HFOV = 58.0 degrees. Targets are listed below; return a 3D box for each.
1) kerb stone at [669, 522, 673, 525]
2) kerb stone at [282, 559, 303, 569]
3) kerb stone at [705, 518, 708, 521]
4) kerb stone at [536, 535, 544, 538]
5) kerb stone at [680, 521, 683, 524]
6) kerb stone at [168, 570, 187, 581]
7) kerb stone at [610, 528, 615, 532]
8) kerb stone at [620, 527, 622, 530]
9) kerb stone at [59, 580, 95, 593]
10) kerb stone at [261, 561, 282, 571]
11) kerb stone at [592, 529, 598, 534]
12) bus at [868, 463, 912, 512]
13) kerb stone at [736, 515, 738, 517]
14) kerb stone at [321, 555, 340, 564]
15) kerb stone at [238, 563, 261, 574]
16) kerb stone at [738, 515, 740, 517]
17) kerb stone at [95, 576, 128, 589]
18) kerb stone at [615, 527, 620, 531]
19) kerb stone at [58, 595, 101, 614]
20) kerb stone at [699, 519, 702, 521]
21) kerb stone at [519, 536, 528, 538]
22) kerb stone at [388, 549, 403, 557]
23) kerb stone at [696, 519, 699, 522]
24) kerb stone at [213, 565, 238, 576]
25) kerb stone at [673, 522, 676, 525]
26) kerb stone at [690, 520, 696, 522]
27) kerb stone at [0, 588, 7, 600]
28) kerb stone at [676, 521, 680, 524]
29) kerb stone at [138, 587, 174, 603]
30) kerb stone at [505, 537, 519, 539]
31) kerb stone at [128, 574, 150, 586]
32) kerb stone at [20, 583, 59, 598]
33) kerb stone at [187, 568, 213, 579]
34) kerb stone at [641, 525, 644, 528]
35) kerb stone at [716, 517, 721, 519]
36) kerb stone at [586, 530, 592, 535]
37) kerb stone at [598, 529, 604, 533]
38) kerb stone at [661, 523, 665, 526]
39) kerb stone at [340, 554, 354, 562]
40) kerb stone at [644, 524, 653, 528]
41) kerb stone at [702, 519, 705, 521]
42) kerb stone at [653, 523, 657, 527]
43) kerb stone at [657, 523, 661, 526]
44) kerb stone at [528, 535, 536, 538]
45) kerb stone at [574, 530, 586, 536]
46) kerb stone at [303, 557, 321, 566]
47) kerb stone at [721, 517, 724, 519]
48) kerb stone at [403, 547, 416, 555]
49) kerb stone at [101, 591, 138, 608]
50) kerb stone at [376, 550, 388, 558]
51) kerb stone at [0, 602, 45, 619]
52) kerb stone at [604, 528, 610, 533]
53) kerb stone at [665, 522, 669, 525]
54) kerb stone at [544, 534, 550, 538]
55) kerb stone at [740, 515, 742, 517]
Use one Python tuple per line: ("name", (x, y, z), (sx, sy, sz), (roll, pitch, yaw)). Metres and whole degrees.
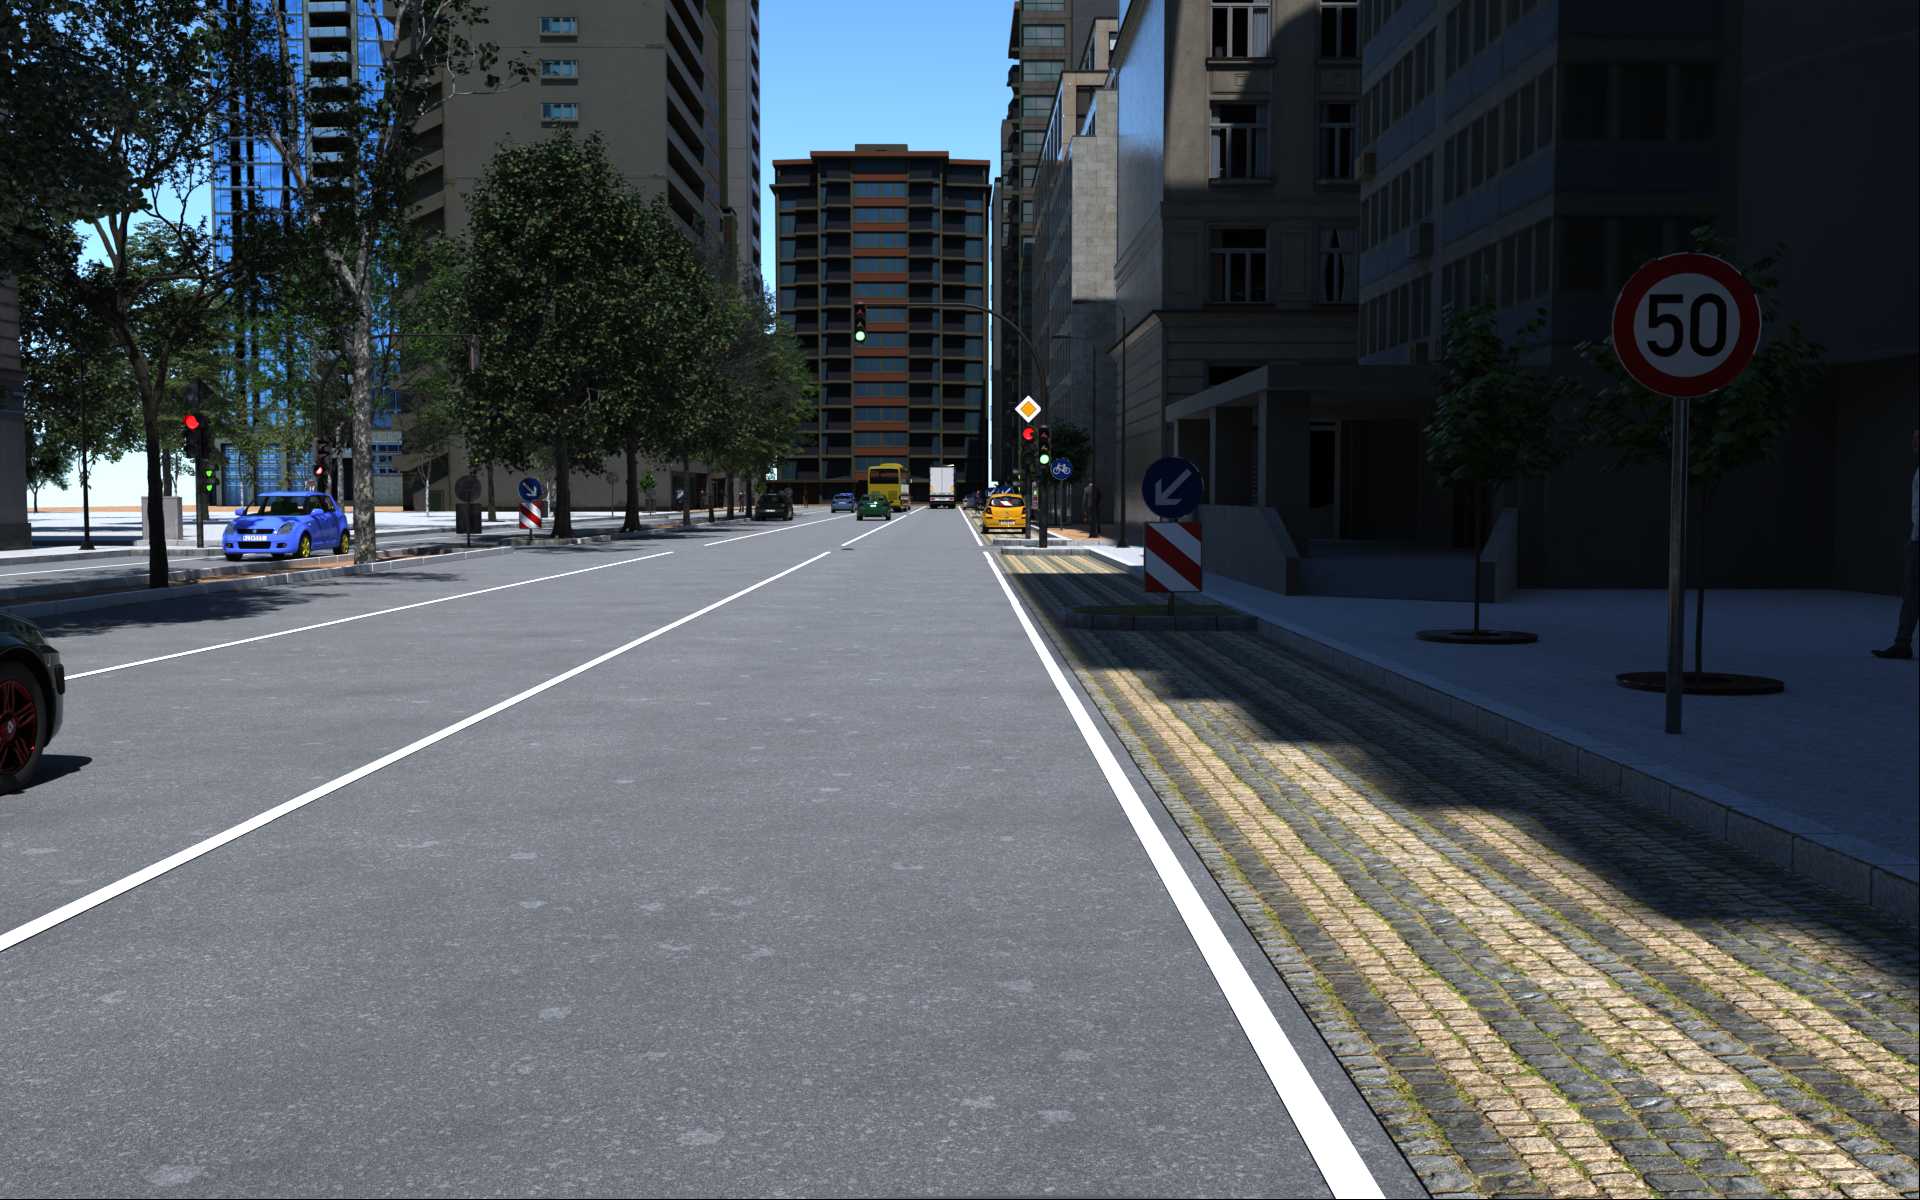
("kerb stone", (-13.203, -3.420, 78.115), (0.120, 0.150, 1.000), (0, 4, 0))
("kerb stone", (-12.986, -0.687, 33.434), (0.120, 0.150, 1.000), (0, 4, 0))
("kerb stone", (-13.264, -4.110, 89.399), (0.120, 0.150, 1.000), (0, 4, 0))
("kerb stone", (-13.085, -1.912, 53.455), (0.120, 0.150, 1.000), (0, 4, 0))
("kerb stone", (-13.220, -3.609, 81.196), (0.120, 0.150, 1.000), (0, 4, 0))
("kerb stone", (-12.969, -0.369, 28.317), (0.120, 0.150, 1.000), (0, 4, 0))
("kerb stone", (-13.141, -2.599, 64.742), (0.120, 0.150, 1.000), (0, 4, 0))
("kerb stone", (-13.155, -2.725, 66.797), (0.120, 0.150, 1.000), (0, 4, 0))
("kerb stone", (-12.952, -0.185, 25.227), (0.120, 0.150, 1.000), (0, 4, 0))
("kerb stone", (-12.987, -0.625, 32.411), (0.120, 0.150, 1.000), (0, 4, 0))
("kerb stone", (-13.124, -2.413, 61.650), (0.120, 0.150, 1.000), (0, 4, 0))
("bus", (-5.603, -8.965, 138.131), (2.896, 3.916, 12.252), (0, 4, 2))
("kerb stone", (-13.320, -4.861, 101.680), (0.120, 0.150, 1.000), (0, 4, 0))
("kerb stone", (-12.999, -0.812, 35.478), (0.120, 0.150, 1.000), (0, 4, 0))
("kerb stone", (-12.979, -0.560, 31.389), (0.120, 0.150, 1.000), (0, 4, 0))
("kerb stone", (-13.325, -4.924, 102.703), (0.120, 0.150, 1.000), (0, 4, 0))
("kerb stone", (-12.957, -0.245, 26.258), (0.120, 0.150, 1.000), (0, 4, 0))
("kerb stone", (-13.145, -2.665, 65.772), (0.120, 0.150, 1.000), (0, 4, 0))
("kerb stone", (-10.827, 0.067, 21.134), (0.120, 0.150, 1.000), (0, 4, 0))
("kerb stone", (-13.251, -3.985, 87.346), (0.120, 0.150, 1.000), (0, 4, 0))
("kerb stone", (-13.073, -1.786, 51.400), (0.120, 0.150, 1.000), (0, 4, 0))
("kerb stone", (-13.012, -1.063, 39.568), (0.120, 0.150, 1.000), (0, 4, 0))
("kerb stone", (-13.246, -3.922, 86.324), (0.120, 0.150, 1.000), (0, 4, 0))
("kerb stone", (-12.978, -0.500, 30.367), (0.120, 0.150, 1.000), (0, 4, 0))
("kerb stone", (-13.210, -3.482, 79.139), (0.120, 0.150, 1.000), (0, 4, 0))
("kerb stone", (-13.240, -3.858, 85.294), (0.120, 0.150, 1.000), (0, 4, 0))
("kerb stone", (-12.940, -0.057, 23.181), (0.120, 0.150, 1.000), (0, 4, 0))
("kerb stone", (-13.216, -3.538, 80.173), (0.120, 0.150, 1.000), (0, 4, 0))
("kerb stone", (-10.845, -0.061, 23.193), (0.120, 0.150, 1.000), (0, 4, 0))
("kerb stone", (-13.074, -1.723, 50.374), (0.120, 0.150, 1.000), (0, 4, 0))
("kerb stone", (-12.960, -0.308, 27.286), (0.120, 0.150, 1.000), (0, 4, 0))
("kerb stone", (-12.943, -0.123, 24.205), (0.120, 0.150, 1.000), (0, 4, 0))
("kerb stone", (-12.969, -0.433, 29.339), (0.120, 0.150, 1.000), (0, 4, 0))
("kerb stone", (-13.177, -2.979, 70.896), (0.120, 0.150, 1.000), (0, 4, 0))
("kerb stone", (-13.290, -4.421, 94.517), (0.120, 0.150, 1.000), (0, 4, 0))
("kerb stone", (-13.130, -2.351, 60.628), (0.120, 0.150, 1.000), (0, 4, 0))
("kerb stone", (-13.129, -2.476, 62.682), (0.120, 0.150, 1.000), (0, 4, 0))
("kerb stone", (-13.198, -3.294, 76.044), (0.120, 0.150, 1.000), (0, 4, 0))
("kerb stone", (-12.997, -0.875, 36.500), (0.120, 0.150, 1.000), (0, 4, 0))
("kerb stone", (-13.171, -3.105, 72.963), (0.120, 0.150, 1.000), (0, 4, 0))
("kerb stone", (-13.257, -4.047, 88.370), (0.120, 0.150, 1.000), (0, 4, 0))
("kerb stone", (-13.183, -3.164, 73.993), (0.120, 0.150, 1.000), (0, 4, 0))
("kerb stone", (-13.191, -3.231, 75.022), (0.120, 0.150, 1.000), (0, 4, 0))
("kerb stone", (-13.084, -1.849, 52.426), (0.120, 0.150, 1.000), (0, 4, 0))
("kerb stone", (-13.114, -2.288, 59.600), (0.120, 0.150, 1.000), (0, 4, 0))
("kerb stone", (-12.999, -0.750, 34.456), (0.120, 0.150, 1.000), (0, 4, 0))
("kerb stone", (-13.282, -4.486, 95.541), (0.120, 0.150, 1.000), (0, 4, 0))
("kerb stone", (-13.020, -1.123, 40.596), (0.120, 0.150, 1.000), (0, 4, 0))
("kerb stone", (-10.839, 0.002, 22.156), (0.120, 0.150, 1.000), (0, 4, 0))
("kerb stone", (-13.014, -0.995, 38.546), (0.120, 0.150, 1.000), (0, 4, 0))
("kerb stone", (-10.820, 0.128, 20.105), (0.120, 0.150, 1.000), (0, 4, 0))
("kerb stone", (-13.133, -2.540, 63.719), (0.120, 0.150, 1.000), (0, 4, 0))
("kerb stone", (-13.199, -3.356, 77.073), (0.120, 0.150, 1.000), (0, 4, 0))
("kerb stone", (-13.087, -1.975, 54.479), (0.120, 0.150, 1.000), (0, 4, 0))
("kerb stone", (-13.339, -4.985, 103.726), (0.120, 0.150, 1.000), (0, 4, 0))
